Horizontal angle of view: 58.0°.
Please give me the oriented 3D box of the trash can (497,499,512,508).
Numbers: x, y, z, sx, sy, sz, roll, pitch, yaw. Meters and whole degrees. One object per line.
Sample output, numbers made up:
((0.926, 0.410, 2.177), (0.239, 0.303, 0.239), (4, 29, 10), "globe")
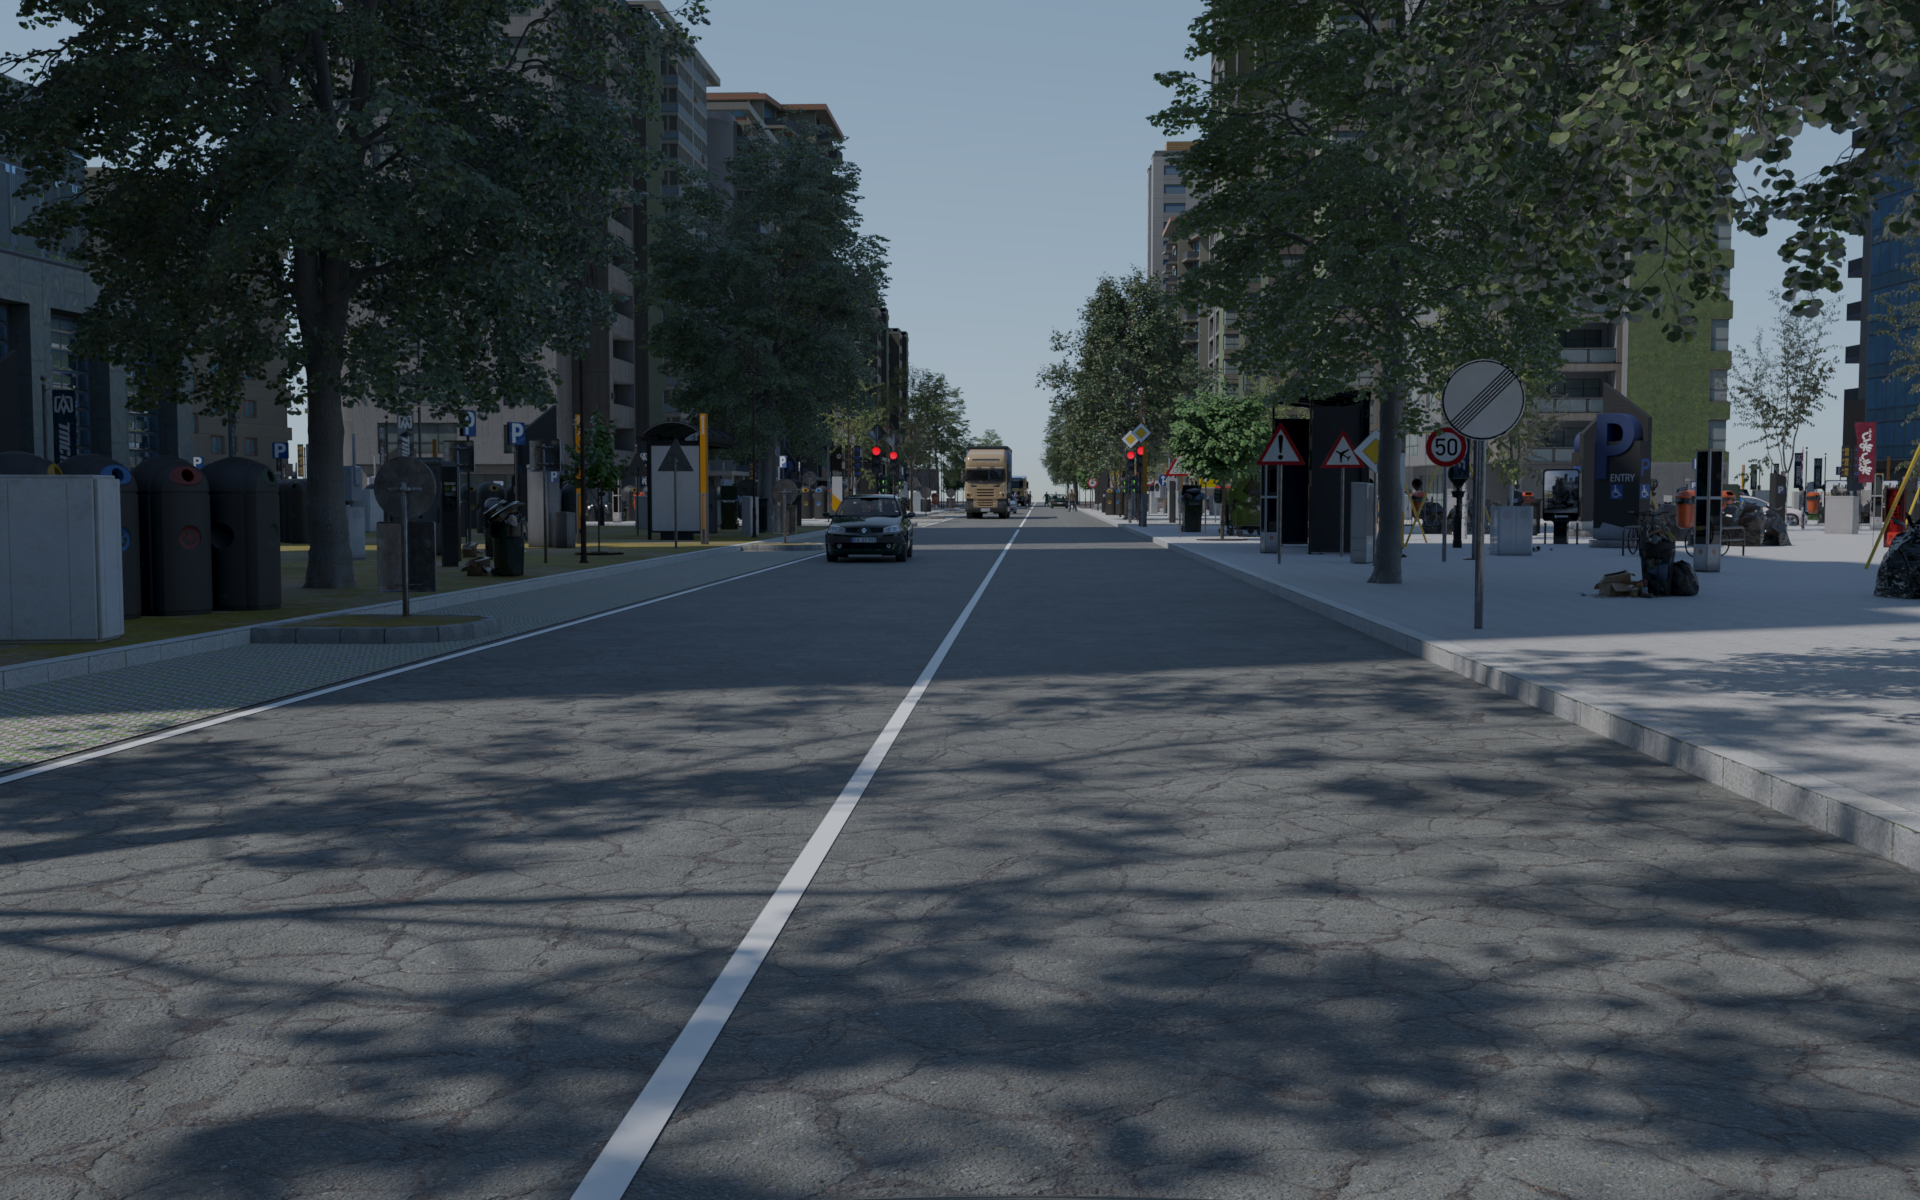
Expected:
((-31.096, -6.481, 117.618), (0.748, 1.137, 0.748), (0, 3, 0), "trash can")

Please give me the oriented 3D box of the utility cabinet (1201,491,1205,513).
((16.822, -7.083, 124.484), (1.173, 1.500, 0.318), (2, 4, 32), "utility cabinet")

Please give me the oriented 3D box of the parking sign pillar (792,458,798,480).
((-9.782, -6.768, 99.123), (1.447, 3.967, 1.447), (-2, 4, -35), "parking sign pillar")

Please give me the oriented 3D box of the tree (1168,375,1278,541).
((7.234, -3.925, 47.884), (4.285, 4.588, 4.351), (0, 3, 0), "tree")

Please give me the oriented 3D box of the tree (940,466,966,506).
((-0.567, -12.106, 181.639), (4.285, 4.588, 4.351), (0, 3, 0), "tree")

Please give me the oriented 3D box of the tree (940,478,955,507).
((-1.121, -11.161, 177.081), (1.663, 3.219, 1.824), (0, 3, 0), "tree")

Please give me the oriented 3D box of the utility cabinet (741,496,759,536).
((-6.533, -2.620, 53.998), (0.306, 1.237, 1.020), (1, 4, 8), "utility cabinet")

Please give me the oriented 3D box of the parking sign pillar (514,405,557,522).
((-12.690, -3.876, 51.837), (1.447, 3.967, 1.447), (3, 4, 38), "parking sign pillar")

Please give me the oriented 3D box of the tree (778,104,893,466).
((-6.659, -9.281, 58.398), (9.857, 13.997, 8.962), (0, 3, 0), "tree")

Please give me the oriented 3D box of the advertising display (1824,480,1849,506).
((40.046, -4.523, 79.158), (0.974, 1.923, 0.123), (3, 5, 44), "advertising display")

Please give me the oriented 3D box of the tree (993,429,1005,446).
((5.221, -23.411, 300.890), (7.486, 12.596, 7.792), (0, 3, 0), "tree")

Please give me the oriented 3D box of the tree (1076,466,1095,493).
((11.996, -10.634, 157.585), (4.285, 4.588, 4.351), (0, 3, 0), "tree")

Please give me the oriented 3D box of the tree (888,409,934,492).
((-3.527, -11.388, 136.558), (4.360, 8.622, 3.978), (0, 3, 0), "tree")

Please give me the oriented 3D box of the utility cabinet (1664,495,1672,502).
((47.573, -6.494, 117.333), (0.306, 1.237, 1.020), (-1, 4, -12), "utility cabinet")

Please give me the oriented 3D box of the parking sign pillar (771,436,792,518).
((-7.410, -4.805, 67.027), (1.447, 3.967, 1.447), (0, 4, 1), "parking sign pillar")

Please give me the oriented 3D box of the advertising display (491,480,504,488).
((-21.608, -4.632, 80.948), (0.123, 1.923, 0.974), (1, 4, 17), "advertising display")

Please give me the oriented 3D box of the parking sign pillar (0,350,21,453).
((-17.966, -2.655, 31.875), (1.447, 3.967, 1.447), (1, 4, 17), "parking sign pillar")

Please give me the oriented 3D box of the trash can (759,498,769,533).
((-6.651, -2.778, 57.070), (0.748, 1.137, 0.748), (0, 3, 0), "trash can")

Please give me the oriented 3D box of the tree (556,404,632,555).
((-7.593, -2.580, 36.789), (1.663, 3.219, 1.824), (0, 3, 0), "tree")

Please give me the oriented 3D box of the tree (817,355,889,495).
((-5.373, -8.341, 86.742), (4.737, 8.622, 4.395), (0, 3, 0), "tree")

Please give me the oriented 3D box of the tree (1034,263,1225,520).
((8.534, -10.363, 86.444), (9.611, 12.733, 9.660), (0, 3, 0), "tree")

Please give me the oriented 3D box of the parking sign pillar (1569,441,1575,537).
((19.080, -3.910, 52.395), (1.447, 3.967, 1.447), (-2, 4, -34), "parking sign pillar")

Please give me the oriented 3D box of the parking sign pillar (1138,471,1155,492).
((14.194, -8.770, 131.860), (1.447, 3.967, 1.447), (-1, 4, -11), "parking sign pillar")

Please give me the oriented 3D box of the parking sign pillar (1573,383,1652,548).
((15.847, -3.239, 41.430), (1.447, 3.967, 1.447), (-2, 4, -31), "parking sign pillar")

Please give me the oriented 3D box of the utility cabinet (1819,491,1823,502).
((71.777, -8.256, 143.664), (1.173, 1.500, 0.318), (-1, 4, -16), "utility cabinet")

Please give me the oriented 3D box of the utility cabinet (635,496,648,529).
((-11.313, -3.175, 63.065), (1.020, 1.237, 0.306), (-1, 4, -11), "utility cabinet")

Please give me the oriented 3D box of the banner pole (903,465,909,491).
((-4.585, -9.661, 147.972), (0.863, 3.779, 0.401), (1, 4, 20), "banner pole")

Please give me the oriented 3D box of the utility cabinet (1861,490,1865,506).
((74.079, -8.251, 143.579), (0.318, 1.500, 1.173), (-3, 5, -43), "utility cabinet")

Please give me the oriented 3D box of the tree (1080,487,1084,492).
((13.875, -13.892, 177.499), (4.360, 8.622, 3.978), (0, 3, 0), "tree")

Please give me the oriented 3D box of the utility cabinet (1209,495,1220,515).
((15.609, -5.793, 105.881), (0.306, 1.237, 1.020), (3, 5, 40), "utility cabinet")

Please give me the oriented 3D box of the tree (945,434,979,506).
((-0.032, -14.455, 186.698), (4.737, 8.622, 4.395), (0, 3, 0), "tree")

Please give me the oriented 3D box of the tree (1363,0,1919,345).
((6.125, -6.279, 9.319), (9.857, 13.997, 8.962), (0, 3, 0), "tree")

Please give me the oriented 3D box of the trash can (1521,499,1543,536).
((17.556, -2.549, 53.333), (0.748, 1.137, 0.748), (0, 3, 0), "trash can")

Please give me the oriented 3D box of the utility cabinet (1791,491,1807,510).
((69.548, -8.250, 143.563), (1.173, 1.500, 0.318), (-1, 4, -12), "utility cabinet")

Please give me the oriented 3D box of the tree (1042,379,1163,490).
((10.710, -11.399, 120.793), (7.601, 10.594, 8.767), (2, 4, 24), "tree")

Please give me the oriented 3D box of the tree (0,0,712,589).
((-8.563, -7.143, 23.437), (9.857, 13.997, 8.962), (0, 3, 0), "tree")

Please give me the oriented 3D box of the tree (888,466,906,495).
((-4.387, -6.882, 107.115), (1.663, 3.219, 1.824), (0, 3, 0), "tree")

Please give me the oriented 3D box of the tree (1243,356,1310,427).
((16.459, -8.534, 89.894), (4.737, 8.622, 4.395), (0, 3, 0), "tree")

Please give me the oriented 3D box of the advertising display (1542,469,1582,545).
((15.385, -2.390, 44.294), (0.974, 1.923, 0.123), (3, 5, 43), "advertising display")

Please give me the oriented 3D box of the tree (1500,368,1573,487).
((27.310, -8.194, 84.333), (4.360, 8.622, 3.978), (0, 3, 0), "tree")

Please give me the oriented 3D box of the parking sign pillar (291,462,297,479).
((-56.318, -9.673, 146.627), (1.447, 3.967, 1.447), (-1, 4, -19), "parking sign pillar")

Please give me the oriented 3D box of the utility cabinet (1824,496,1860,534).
((28.245, -2.710, 55.469), (0.306, 1.237, 1.020), (-2, 4, -26), "utility cabinet")

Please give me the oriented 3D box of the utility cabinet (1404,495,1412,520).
((21.973, -4.571, 85.904), (1.020, 1.237, 0.306), (-2, 4, -29), "utility cabinet")

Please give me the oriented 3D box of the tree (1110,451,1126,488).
((11.543, -10.881, 128.271), (4.737, 8.622, 4.395), (0, 3, 0), "tree")

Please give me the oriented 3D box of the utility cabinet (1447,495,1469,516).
((23.861, -4.394, 82.998), (1.020, 1.237, 0.306), (1, 4, 16), "utility cabinet")

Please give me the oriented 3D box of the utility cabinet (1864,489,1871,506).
((58.549, -6.227, 110.493), (1.173, 1.500, 0.318), (1, 4, 20), "utility cabinet")

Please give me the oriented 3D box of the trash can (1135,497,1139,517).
((9.483, -5.037, 94.016), (0.748, 1.137, 0.748), (0, 3, 0), "trash can")

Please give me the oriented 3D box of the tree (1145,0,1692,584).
((6.362, -6.537, 25.008), (7.486, 12.596, 7.792), (0, 3, 0), "tree")

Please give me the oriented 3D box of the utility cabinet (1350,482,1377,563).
((7.563, -1.449, 32.371), (0.318, 1.500, 1.173), (1, 4, 22), "utility cabinet")

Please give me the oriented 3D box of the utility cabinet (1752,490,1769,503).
((43.933, -5.267, 94.787), (1.173, 1.500, 0.318), (-1, 4, -11), "utility cabinet")

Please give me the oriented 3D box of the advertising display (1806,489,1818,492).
((71.904, -8.632, 146.340), (0.974, 1.923, 0.123), (2, 4, 35), "advertising display")

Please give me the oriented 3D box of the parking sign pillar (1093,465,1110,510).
((11.650, -9.373, 141.725), (1.447, 3.967, 1.447), (3, 5, 42), "parking sign pillar")

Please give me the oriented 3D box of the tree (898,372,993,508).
((-2.466, -14.896, 161.682), (7.486, 12.596, 7.792), (0, 3, 0), "tree")

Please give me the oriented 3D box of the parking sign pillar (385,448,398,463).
((-28.065, -5.989, 86.389), (1.447, 3.967, 1.447), (0, 4, 1), "parking sign pillar")

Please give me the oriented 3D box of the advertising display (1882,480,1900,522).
((42.256, -4.507, 78.911), (0.123, 1.923, 0.974), (-3, 4, -38), "advertising display")

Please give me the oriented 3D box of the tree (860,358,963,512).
((-3.575, -11.341, 119.830), (8.767, 10.594, 7.601), (2, 4, 34), "tree")
